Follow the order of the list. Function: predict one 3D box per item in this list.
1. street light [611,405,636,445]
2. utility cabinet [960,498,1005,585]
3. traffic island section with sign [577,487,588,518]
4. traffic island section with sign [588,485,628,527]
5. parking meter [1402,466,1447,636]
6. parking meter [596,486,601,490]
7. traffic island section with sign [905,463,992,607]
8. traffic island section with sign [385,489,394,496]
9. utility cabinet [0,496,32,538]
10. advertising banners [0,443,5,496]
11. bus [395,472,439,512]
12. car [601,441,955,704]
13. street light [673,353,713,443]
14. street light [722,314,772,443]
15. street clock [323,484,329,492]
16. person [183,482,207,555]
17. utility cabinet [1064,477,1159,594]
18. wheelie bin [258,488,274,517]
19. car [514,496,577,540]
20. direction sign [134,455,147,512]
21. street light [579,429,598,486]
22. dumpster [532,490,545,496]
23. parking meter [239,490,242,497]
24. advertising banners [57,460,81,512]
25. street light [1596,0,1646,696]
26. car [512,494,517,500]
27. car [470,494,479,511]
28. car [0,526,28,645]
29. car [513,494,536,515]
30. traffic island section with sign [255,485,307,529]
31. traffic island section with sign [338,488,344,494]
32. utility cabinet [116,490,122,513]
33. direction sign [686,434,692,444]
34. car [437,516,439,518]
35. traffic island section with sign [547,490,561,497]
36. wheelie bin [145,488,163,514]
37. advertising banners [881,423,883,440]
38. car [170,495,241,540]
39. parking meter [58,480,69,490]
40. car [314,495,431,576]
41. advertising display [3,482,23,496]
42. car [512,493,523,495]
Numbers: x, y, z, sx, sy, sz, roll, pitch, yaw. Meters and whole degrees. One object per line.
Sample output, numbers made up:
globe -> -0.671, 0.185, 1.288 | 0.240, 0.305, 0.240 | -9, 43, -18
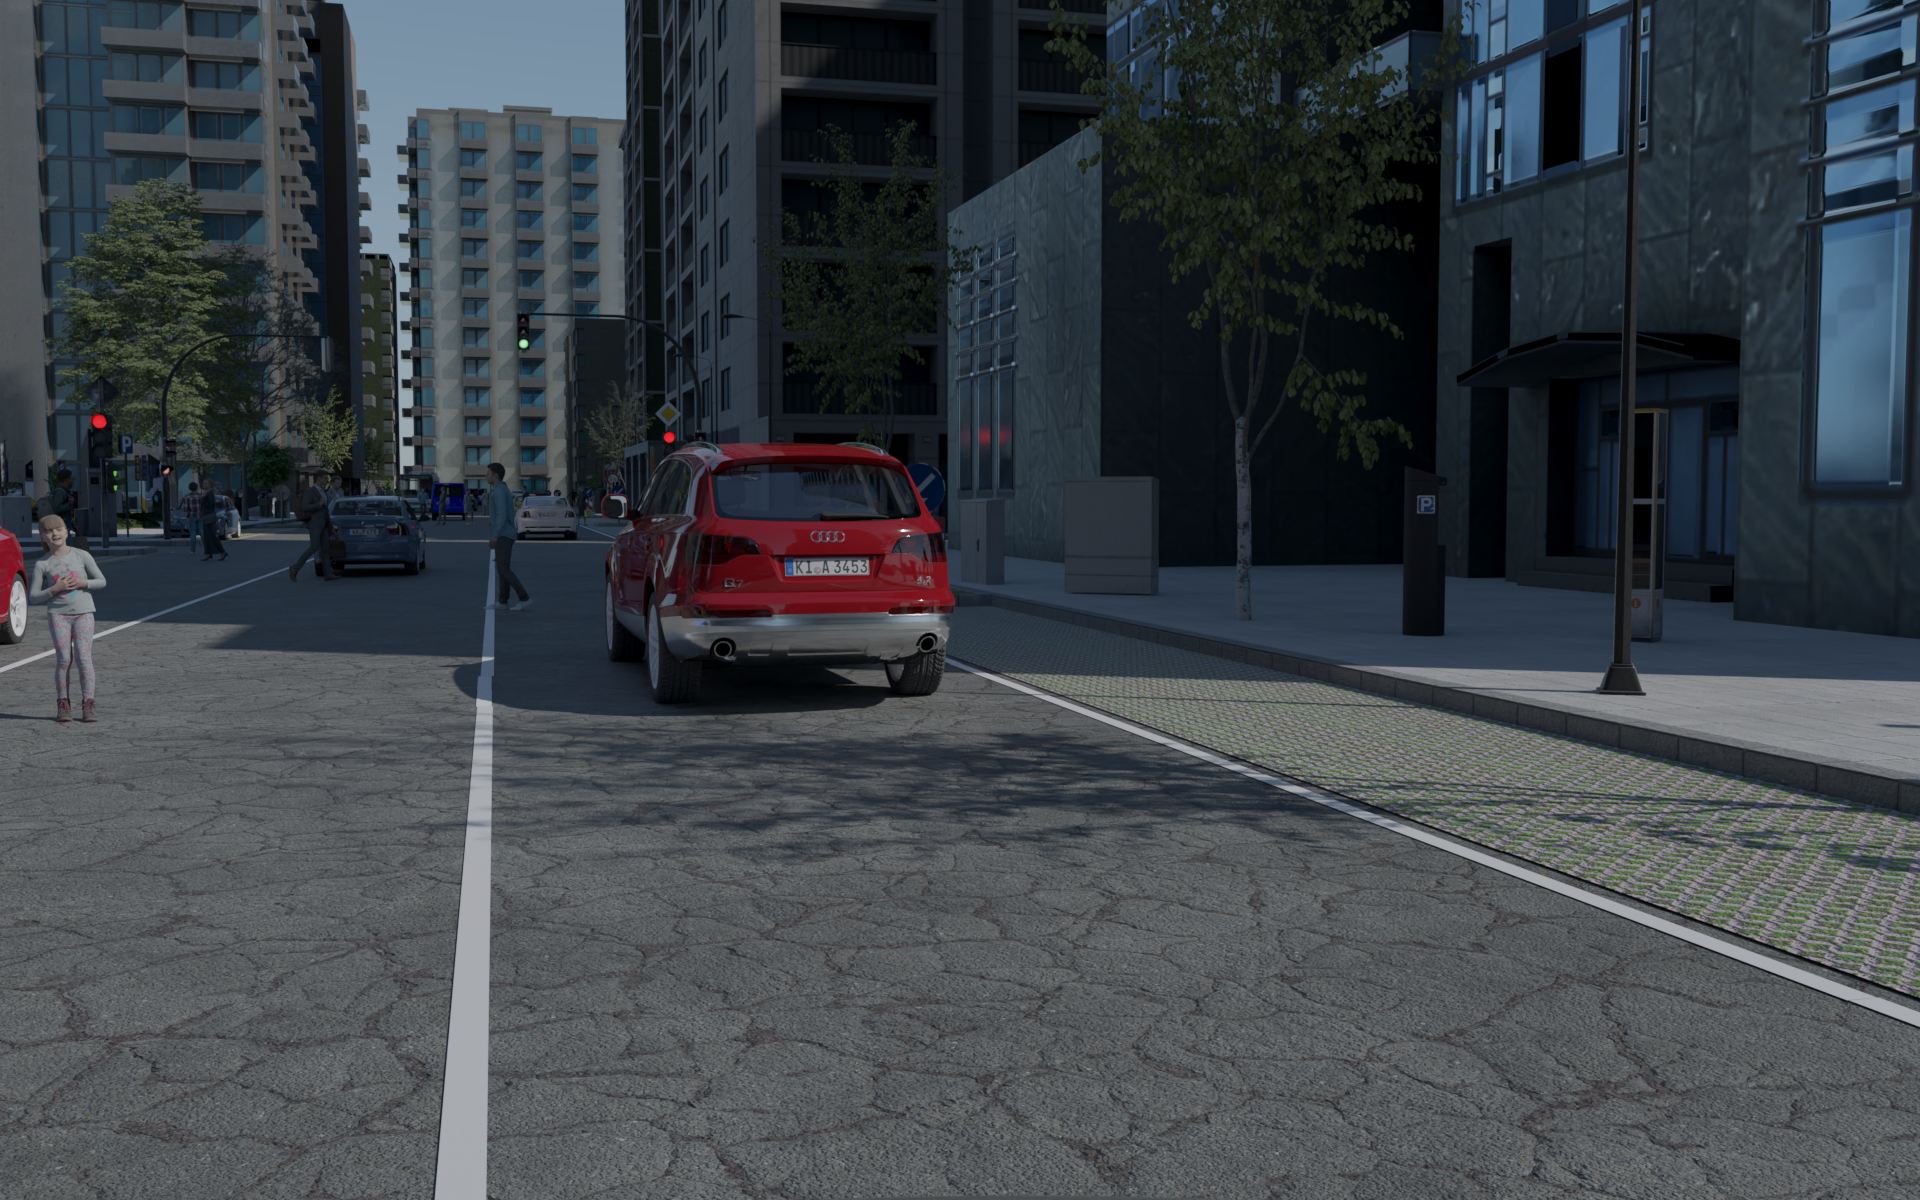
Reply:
street light -> -17.529, -7.227, 90.702 | 1.470, 5.913, 1.316 | -1, 4, -15
utility cabinet -> 0.314, -0.841, 24.917 | 0.306, 1.237, 1.020 | -1, 4, -21
traffic island section with sign -> -22.219, -5.742, 102.511 | 1.989, 1.847, 2.006 | -1, 4, -15
traffic island section with sign -> -15.224, -4.149, 76.462 | 1.989, 1.847, 2.006 | -1, 4, -15
parking meter -> 4.222, -0.448, 15.738 | 0.372, 1.533, 0.369 | 0, 3, 0
parking meter -> -24.850, -6.936, 119.120 | 0.255, 1.863, 0.399 | -3, 4, -36
traffic island section with sign -> -0.803, -0.858, 22.649 | 1.989, 1.847, 2.006 | -1, 4, -15
traffic island section with sign -> -48.383, -8.471, 147.121 | 1.989, 1.847, 2.006 | -1, 4, -15
utility cabinet -> -27.742, -2.425, 50.803 | 0.306, 1.237, 1.020 | 1, 4, 18
advertising banners -> -33.661, -3.942, 60.632 | 0.090, 3.025, 2.074 | -3, 5, -39
bus -> -42.865, -8.715, 137.354 | 2.948, 3.499, 13.247 | -1, 4, -14
car -> -1.587, -0.300, 13.571 | 2.281, 1.827, 5.304 | -1, 4, -17
street light -> -8.767, -5.192, 57.437 | 1.470, 5.913, 1.316 | -1, 4, -15
street light -> -5.447, -4.423, 44.853 | 1.470, 5.913, 1.316 | -1, 4, -15
street clock -> -43.028, -6.907, 117.500 | 0.471, 2.002, 0.358 | 1, 4, 20
person -> -18.011, -1.926, 40.832 | 0.563, 1.720, 0.643 | -3, 5, -43
utility cabinet -> 1.945, -0.826, 22.180 | 1.173, 1.500, 0.318 | 2, 4, 24
wheelie bin -> -38.876, -5.451, 97.036 | 0.980, 1.594, 0.693 | 0, 4, -4
car -> -13.270, -2.631, 55.382 | 2.083, 1.381, 4.827 | -1, 4, -15
direction sign -> -47.637, -6.653, 100.772 | 0.876, 3.537, 0.379 | 1, 4, 21
street light -> -26.571, -9.266, 124.042 | 1.470, 5.913, 1.316 | -1, 4, -15
dumpster -> -45.992, -11.111, 189.884 | 1.865, 1.857, 1.264 | -1, 4, -14
parking meter -> -37.321, -4.998, 90.132 | 0.372, 1.533, 0.369 | 0, 3, 0
advertising banners -> -45.337, -5.655, 88.654 | 0.090, 3.025, 2.074 | 1, 4, 20
street light -> 3.736, -2.343, 10.852 | 1.470, 5.913, 1.316 | -1, 4, -15
car -> -34.183, -7.483, 134.351 | 2.014, 1.417, 4.499 | -1, 4, -17
car -> -41.051, -8.069, 143.733 | 2.131, 1.459, 4.920 | -1, 4, -14
car -> -9.517, -0.361, 14.944 | 2.155, 1.783, 4.494 | -1, 4, -14
car -> -25.845, -5.681, 103.112 | 2.015, 1.641, 3.980 | -1, 4, -15
traffic island section with sign -> -28.383, -3.912, 72.593 | 1.989, 1.847, 2.006 | -1, 4, -15
traffic island section with sign -> -35.378, -5.505, 98.628 | 1.989, 1.847, 2.006 | -1, 4, -15
utility cabinet -> -47.320, -5.368, 96.439 | 1.173, 1.500, 0.318 | -3, 5, -44
direction sign -> -10.260, -4.502, 65.597 | 0.379, 3.537, 0.876 | -1, 4, -22
car -> -31.435, -5.828, 107.089 | 2.131, 1.459, 4.920 | -1, 4, -16
traffic island section with sign -> -35.290, -8.723, 151.246 | 1.989, 1.847, 2.006 | -1, 4, -15
wheelie bin -> -39.929, -4.771, 85.907 | 0.980, 1.594, 0.693 | 3, 4, 37
advertising banners -> -1.863, -2.794, 41.876 | 0.090, 3.025, 2.074 | 0, 4, -3
car -> -23.781, -2.598, 54.483 | 2.014, 1.417, 4.499 | -1, 4, -15
parking meter -> -38.371, -4.187, 74.173 | 0.399, 1.863, 0.255 | 1, 4, 12
car -> -10.757, -1.205, 31.699 | 2.014, 1.417, 4.499 | -1, 4, -15
advertising display -> -51.466, -5.441, 94.177 | 0.974, 1.923, 0.123 | -1, 4, -9
car -> -39.825, -8.955, 156.002 | 1.945, 1.707, 3.694 | -1, 4, -17
